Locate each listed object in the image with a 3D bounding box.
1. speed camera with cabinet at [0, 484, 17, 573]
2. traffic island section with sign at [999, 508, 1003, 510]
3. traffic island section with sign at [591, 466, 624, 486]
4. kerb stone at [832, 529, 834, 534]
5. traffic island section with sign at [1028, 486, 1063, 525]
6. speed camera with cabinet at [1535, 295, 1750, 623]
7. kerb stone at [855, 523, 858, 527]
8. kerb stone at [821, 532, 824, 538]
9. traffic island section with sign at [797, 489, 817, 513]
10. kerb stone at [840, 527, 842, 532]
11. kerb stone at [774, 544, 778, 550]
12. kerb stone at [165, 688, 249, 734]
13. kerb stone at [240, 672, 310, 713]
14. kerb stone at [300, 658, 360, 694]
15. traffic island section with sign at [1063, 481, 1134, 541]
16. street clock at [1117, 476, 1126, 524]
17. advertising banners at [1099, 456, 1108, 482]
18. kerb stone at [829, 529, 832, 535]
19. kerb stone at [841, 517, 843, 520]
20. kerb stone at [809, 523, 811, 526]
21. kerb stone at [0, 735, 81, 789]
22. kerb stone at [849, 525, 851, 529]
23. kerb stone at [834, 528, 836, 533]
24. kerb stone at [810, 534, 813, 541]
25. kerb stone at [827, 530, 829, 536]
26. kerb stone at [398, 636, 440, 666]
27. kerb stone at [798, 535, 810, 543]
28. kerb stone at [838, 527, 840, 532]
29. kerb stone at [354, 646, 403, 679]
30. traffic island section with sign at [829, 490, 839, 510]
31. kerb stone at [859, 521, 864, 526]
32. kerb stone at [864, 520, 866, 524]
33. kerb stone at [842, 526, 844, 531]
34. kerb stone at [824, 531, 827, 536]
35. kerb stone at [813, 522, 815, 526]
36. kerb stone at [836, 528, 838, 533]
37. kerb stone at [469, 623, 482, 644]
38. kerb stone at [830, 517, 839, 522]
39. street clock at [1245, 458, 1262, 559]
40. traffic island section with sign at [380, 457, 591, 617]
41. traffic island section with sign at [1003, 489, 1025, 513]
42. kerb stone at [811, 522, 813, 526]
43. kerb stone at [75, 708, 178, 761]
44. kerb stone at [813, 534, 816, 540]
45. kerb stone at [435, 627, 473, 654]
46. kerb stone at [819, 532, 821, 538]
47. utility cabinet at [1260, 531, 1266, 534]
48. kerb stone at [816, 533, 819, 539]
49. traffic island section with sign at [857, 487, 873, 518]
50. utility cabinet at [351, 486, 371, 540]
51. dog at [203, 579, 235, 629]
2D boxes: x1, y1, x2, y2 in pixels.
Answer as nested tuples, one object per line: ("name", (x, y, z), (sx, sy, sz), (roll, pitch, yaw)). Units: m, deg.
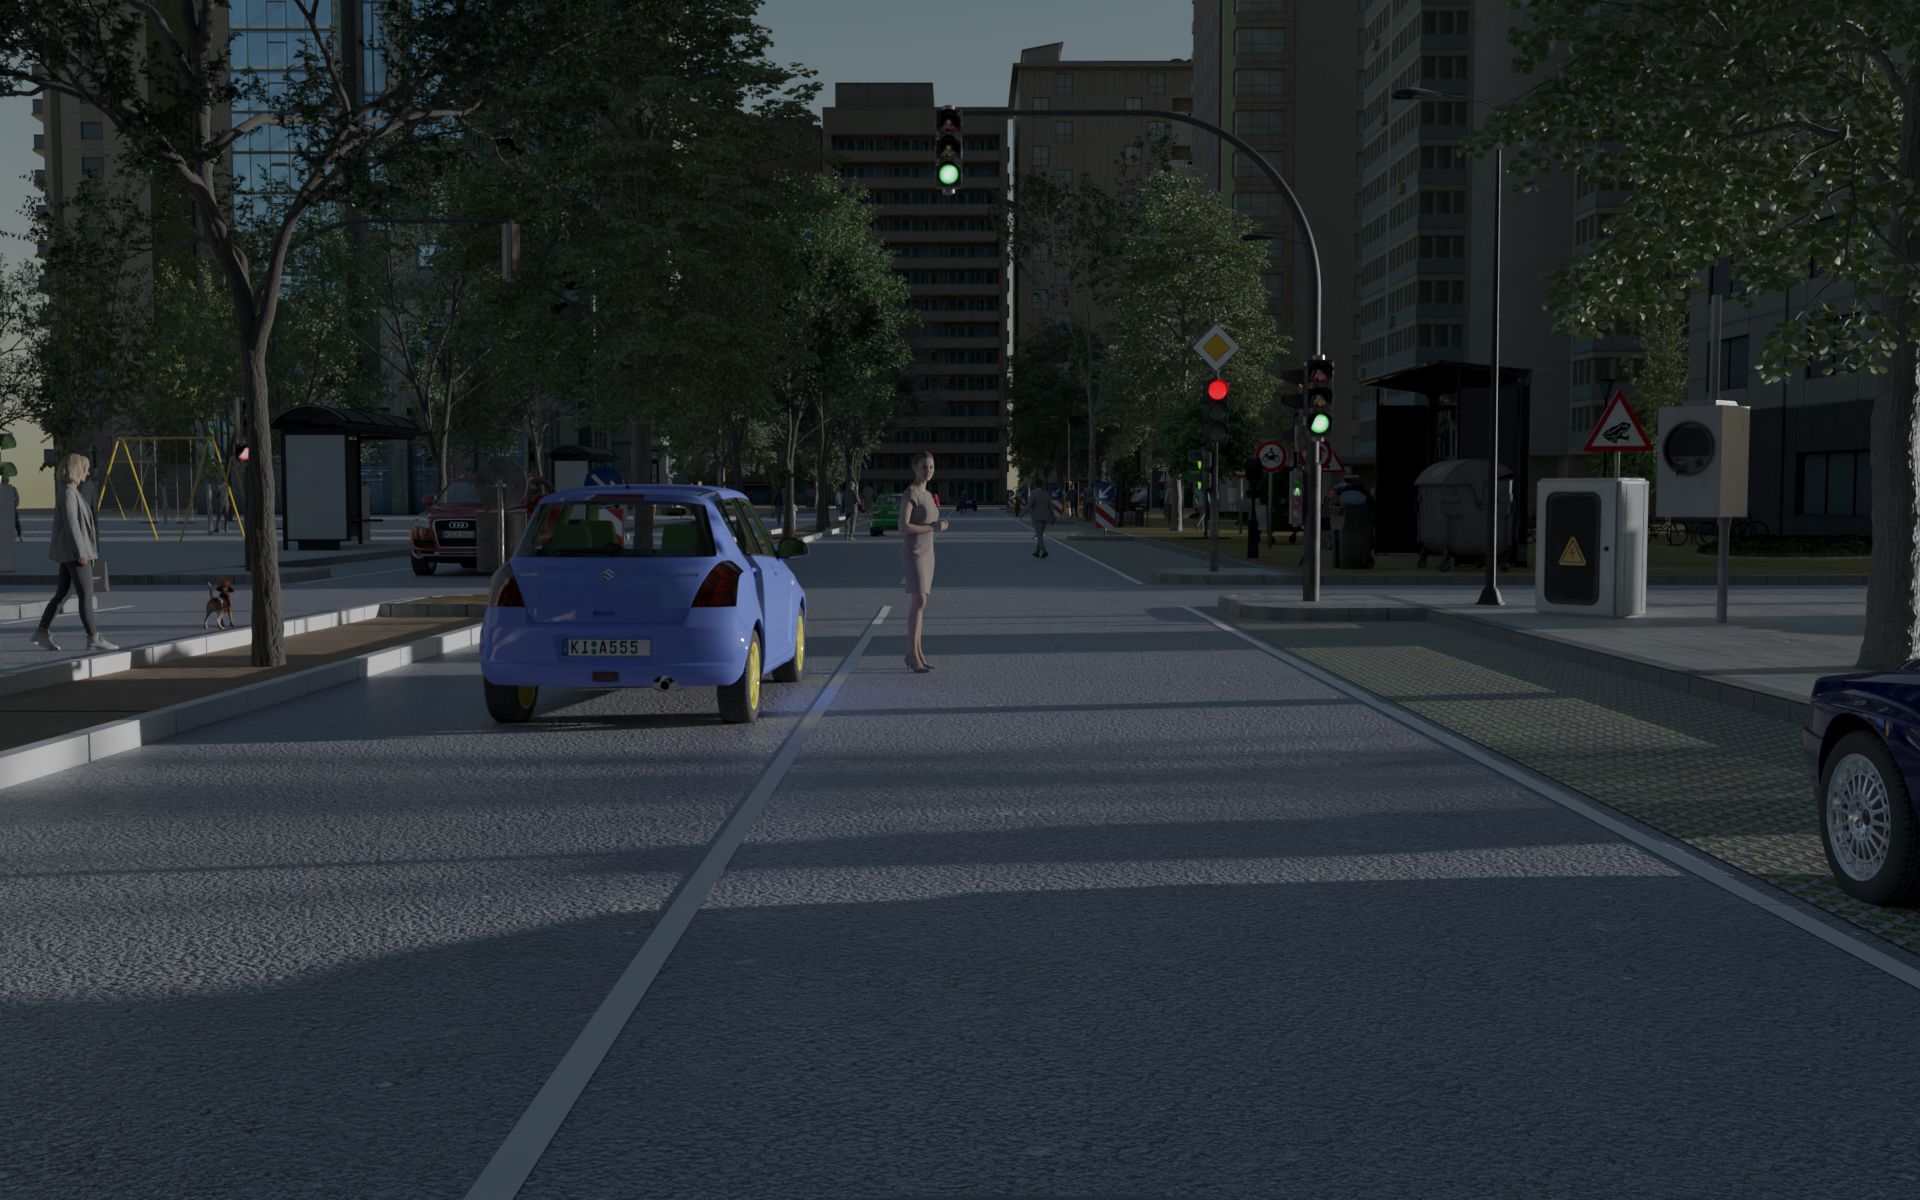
("speed camera with cabinet", (-16.534, -2.075, 28.257), (2.038, 3.252, 0.660), (1, 4, 9))
("traffic island section with sign", (4.536, -9.162, 158.427), (1.989, 1.847, 2.006), (0, 4, 0))
("traffic island section with sign", (-5.711, -1.243, 28.452), (2.006, 1.907, 1.989), (0, 4, 0))
("kerb stone", (-4.605, -2.345, 60.559), (0.120, 0.150, 1.000), (0, 4, 0))
("traffic island section with sign", (4.366, -4.459, 81.533), (1.989, 1.847, 2.006), (0, 4, 0))
("speed camera with cabinet", (6.953, -1.432, 17.744), (0.660, 3.252, 2.038), (-3, 4, -38))
("kerb stone", (-4.569, -3.163, 73.906), (0.120, 0.150, 1.000), (0, 4, 0))
("kerb stone", (-4.614, -2.095, 56.450), (0.120, 0.150, 1.000), (0, 4, 0))
("traffic island section with sign", (-11.247, -7.459, 130.583), (1.989, 1.847, 2.006), (0, 4, 0))
("kerb stone", (-4.590, -2.598, 64.679), (0.120, 0.150, 1.000), (0, 4, 0))
("kerb stone", (-4.641, -1.344, 44.168), (0.120, 0.150, 1.000), (0, 4, 0))
("kerb stone", (-4.719, 0.697, 10.808), (0.120, 0.150, 1.000), (0, 4, 0))
("kerb stone", (-4.711, 0.634, 11.834), (0.120, 0.150, 1.000), (0, 4, 0))
("kerb stone", (-4.711, 0.571, 12.859), (0.120, 0.150, 1.000), (0, 4, 0))
("traffic island section with sign", (4.302, -2.736, 53.368), (1.989, 1.847, 2.006), (0, 4, 0))
("street clock", (6.429, -3.935, 68.908), (0.358, 2.002, 0.471), (1, 4, 9))
("advertising banners", (7.181, -5.090, 79.410), (2.074, 3.025, 0.090), (3, 5, 44))
("kerb stone", (-4.602, -2.284, 59.535), (0.120, 0.150, 1.000), (0, 4, 0))
("kerb stone", (-6.624, -4.419, 94.454), (0.120, 0.150, 1.000), (0, 4, 0))
("kerb stone", (-6.670, -3.227, 74.964), (0.120, 0.150, 1.000), (0, 4, 0))
("kerb stone", (-4.719, 0.823, 8.755), (0.120, 0.150, 1.000), (0, 4, 0))
("kerb stone", (-4.585, -2.913, 69.817), (0.120, 0.150, 1.000), (0, 4, 0))
("kerb stone", (-4.606, -2.410, 61.591), (0.120, 0.150, 1.000), (0, 4, 0))
("kerb stone", (-4.628, -1.843, 52.358), (0.120, 0.150, 1.000), (0, 4, 0))
("kerb stone", (-4.604, -2.219, 58.510), (0.120, 0.150, 1.000), (0, 4, 0))
("kerb stone", (-4.708, 0.448, 14.905), (0.120, 0.150, 1.000), (0, 4, 0))
("kerb stone", (-4.629, -1.782, 51.336), (0.120, 0.150, 1.000), (0, 4, 0))
("kerb stone", (-4.602, -2.533, 63.657), (0.120, 0.150, 1.000), (0, 4, 0))
("kerb stone", (-4.708, 0.511, 13.881), (0.120, 0.150, 1.000), (0, 4, 0))
("traffic island section with sign", (-11.185, -9.108, 157.538), (1.989, 1.847, 2.006), (0, 4, 0))
("kerb stone", (-4.565, -3.476, 79.031), (0.120, 0.150, 1.000), (0, 4, 0))
("kerb stone", (-4.562, -3.539, 80.053), (0.120, 0.150, 1.000), (0, 4, 0))
("kerb stone", (-4.589, -2.661, 65.702), (0.120, 0.150, 1.000), (0, 4, 0))
("kerb stone", (-4.614, -2.158, 57.485), (0.120, 0.150, 1.000), (0, 4, 0))
("kerb stone", (-6.666, -3.340, 77.010), (0.120, 0.150, 1.000), (0, 4, 0))
("kerb stone", (-4.605, -2.470, 62.622), (0.120, 0.150, 1.000), (0, 4, 0))
("kerb stone", (-4.697, 0.320, 16.958), (0.120, 0.150, 1.000), (0, 4, 0))
("kerb stone", (-6.633, -4.229, 91.373), (0.120, 0.150, 1.000), (0, 4, 0))
("street clock", (5.845, -1.831, 34.504), (0.358, 2.002, 0.471), (2, 4, 26))
("traffic island section with sign", (-5.737, -0.790, 21.045), (2.006, 1.907, 1.989), (0, 4, 0))
("traffic island section with sign", (4.469, -7.455, 130.523), (1.989, 1.847, 2.006), (0, 4, 0))
("kerb stone", (-6.665, -3.290, 75.986), (0.120, 0.150, 1.000), (0, 4, 0))
("kerb stone", (-4.720, 0.759, 9.784), (0.120, 0.150, 1.000), (0, 4, 0))
("kerb stone", (-4.617, -1.907, 53.381), (0.120, 0.150, 1.000), (0, 4, 0))
("kerb stone", (-4.706, 0.385, 15.930), (0.120, 0.150, 1.000), (0, 4, 0))
("kerb stone", (-4.619, -2.032, 55.425), (0.120, 0.150, 1.000), (0, 4, 0))
("utility cabinet", (9.682, -2.723, 55.677), (0.306, 1.237, 1.020), (0, 4, -2))
("kerb stone", (-4.617, -1.970, 54.403), (0.120, 0.150, 1.000), (0, 4, 0))
("traffic island section with sign", (-5.552, -5.838, 103.591), (2.006, 1.907, 1.989), (0, 4, 0))
("utility cabinet", (-16.768, -2.365, 47.347), (1.173, 1.500, 0.318), (-3, 4, -38))
("dog", (-7.931, 0.046, 18.532), (0.406, 0.507, 0.540), (-3, 5, -42))
